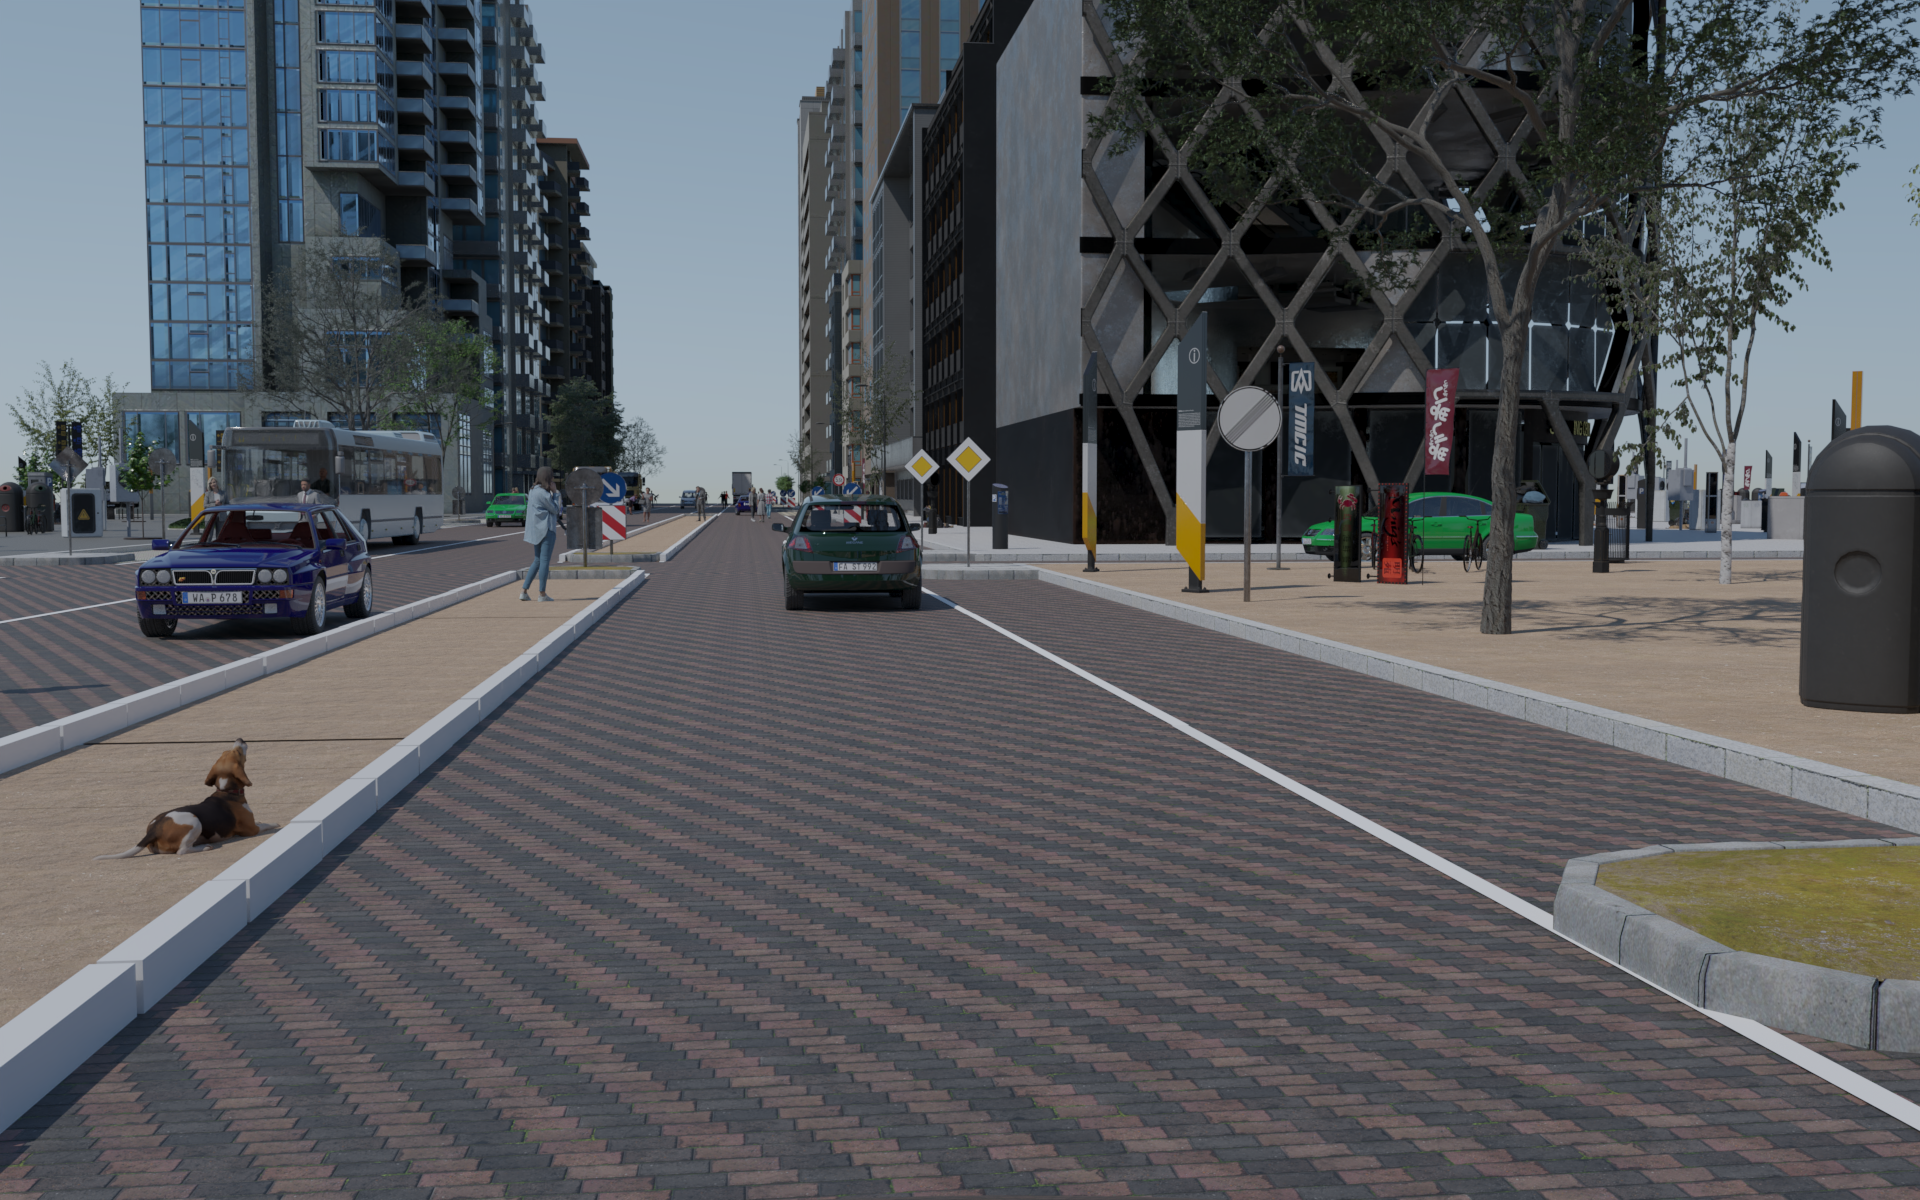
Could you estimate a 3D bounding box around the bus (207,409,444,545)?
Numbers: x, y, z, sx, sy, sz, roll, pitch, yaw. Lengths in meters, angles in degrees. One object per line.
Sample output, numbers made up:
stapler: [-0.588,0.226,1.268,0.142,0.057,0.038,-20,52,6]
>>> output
bus: [-16.178,-3.087,45.332,2.948,3.499,13.247,0,4,-5]

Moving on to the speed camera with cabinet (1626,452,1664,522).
speed camera with cabinet: [31.977,-5.266,80.432,0.660,3.252,2.038,-3,4,-38]

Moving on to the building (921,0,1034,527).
building: [5.270,-15.024,75.312,12.332,23.373,15.834,0,4,-7]

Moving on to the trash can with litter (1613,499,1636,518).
trash can with litter: [36.245,-5.086,94.221,1.678,1.210,2.233,-3,4,-36]

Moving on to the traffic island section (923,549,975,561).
traffic island section: [-0.820,-0.982,38.337,2.009,0.180,2.903,0,4,-7]

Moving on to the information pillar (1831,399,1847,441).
information pillar: [21.684,-3.148,42.817,0.504,3.616,0.183,-2,4,-30]

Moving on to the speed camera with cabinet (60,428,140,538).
speed camera with cabinet: [-25.502,-3.488,51.360,2.038,3.252,0.660,-3,5,-44]

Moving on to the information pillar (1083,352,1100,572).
information pillar: [2.131,-2.264,28.377,0.183,3.616,0.504,1,4,23]

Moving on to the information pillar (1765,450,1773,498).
information pillar: [42.793,-6.138,91.712,0.504,3.616,0.183,-2,4,-30]

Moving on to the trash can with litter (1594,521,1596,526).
trash can with litter: [24.905,-3.620,70.237,2.233,1.210,1.678,3,4,37]

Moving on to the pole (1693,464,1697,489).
pole: [50.286,-7.622,118.466,0.158,3.312,0.155,0,3,0]

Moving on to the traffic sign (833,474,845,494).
traffic sign: [-7.587,-6.632,108.547,0.768,2.556,0.104,0,4,-6]

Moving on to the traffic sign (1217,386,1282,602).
traffic sign: [3.416,-1.250,20.537,0.768,2.556,0.104,0,4,-3]

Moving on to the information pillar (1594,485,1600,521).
information pillar: [28.811,-5.332,78.540,0.504,3.616,0.183,0,4,-4]

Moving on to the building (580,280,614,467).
building: [-53.525,-28.014,229.737,14.160,30.474,14.107,0,4,-7]

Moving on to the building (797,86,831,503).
building: [-13.537,-43.802,258.162,21.231,58.520,28.212,0,4,-7]

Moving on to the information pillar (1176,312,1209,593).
information pillar: [3.019,-1.906,22.525,0.183,3.616,0.504,-2,4,-35]

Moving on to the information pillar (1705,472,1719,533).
information pillar: [24.912,-3.237,57.417,0.304,2.012,0.304,0,4,5]

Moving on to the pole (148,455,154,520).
pole: [-40.102,-5.628,85.853,0.158,3.312,0.155,0,3,0]

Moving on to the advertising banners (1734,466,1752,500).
advertising banners: [47.991,-6.787,107.161,0.090,3.025,2.074,-3,4,-37]

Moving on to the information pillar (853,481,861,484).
information pillar: [-5.936,-5.828,99.786,0.304,2.012,0.304,2,4,30]

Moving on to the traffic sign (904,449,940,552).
traffic sign: [-0.843,-2.117,38.257,0.795,2.450,0.064,0,4,-7]

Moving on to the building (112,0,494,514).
building: [-45.165,-49.529,122.477,22.319,86.520,31.000,0,4,-7]

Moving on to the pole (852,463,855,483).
pole: [-6.869,-7.228,112.028,0.158,3.312,0.155,0,3,0]

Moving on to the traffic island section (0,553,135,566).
traffic island section: [-18.575,-0.847,36.133,2.009,0.180,2.903,0,4,-7]

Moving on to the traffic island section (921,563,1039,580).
traffic island section: [0.169,-0.497,30.413,2.009,0.180,2.903,0,4,-7]

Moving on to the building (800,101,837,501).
building: [-8.040,-35.940,211.317,21.300,48.544,21.600,0,4,-7]

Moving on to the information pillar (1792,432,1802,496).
information pillar: [31.342,-4.499,64.911,0.183,3.616,0.504,0,3,0]

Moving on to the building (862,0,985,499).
building: [0.577,-28.819,121.303,14.600,45.320,14.200,0,4,-7]

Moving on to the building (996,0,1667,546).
building: [10.524,-11.135,49.504,16.811,18.784,16.820,0,4,-7]

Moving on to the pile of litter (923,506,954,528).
pile of litter: [-0.963,-3.166,65.730,1.176,0.858,1.719,-2,4,-34]

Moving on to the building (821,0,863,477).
building: [-1.899,-33.820,172.568,23.786,49.044,30.456,0,4,-7]

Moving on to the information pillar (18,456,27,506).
information pillar: [-57.465,-7.025,106.212,0.504,3.616,0.183,-3,5,-43]

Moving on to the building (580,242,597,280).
building: [-65.114,-33.963,247.172,32.217,40.220,23.993,0,4,-7]

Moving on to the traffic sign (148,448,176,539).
traffic sign: [-21.929,-2.907,47.631,0.768,2.556,0.104,0,4,0]

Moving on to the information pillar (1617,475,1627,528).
information pillar: [25.104,-3.745,65.719,0.304,2.012,0.304,1,4,15]

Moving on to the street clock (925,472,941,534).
street clock: [-0.875,-3.181,56.577,0.471,2.002,0.358,-3,5,-41]

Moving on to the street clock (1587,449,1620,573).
street clock: [10.435,-1.442,28.142,0.358,2.002,0.471,-2,4,-33]

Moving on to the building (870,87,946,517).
building: [2.996,-17.131,99.161,14.314,24.678,30.058,0,4,-7]

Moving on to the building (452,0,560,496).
building: [-49.149,-32.758,155.195,23.786,49.044,30.456,0,4,-7]

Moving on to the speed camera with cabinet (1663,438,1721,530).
speed camera with cabinet: [26.229,-4.128,61.831,2.038,3.252,0.660,-2,4,-25]

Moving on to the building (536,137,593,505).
building: [-55.948,-33.801,207.276,22.147,44.769,28.867,0,4,-7]

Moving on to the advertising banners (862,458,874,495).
advertising banners: [-4.450,-5.334,83.404,0.090,3.025,2.074,-1,4,-16]

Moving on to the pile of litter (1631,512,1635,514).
pile of litter: [44.886,-6.105,113.789,1.719,0.858,1.176,0,4,-7]

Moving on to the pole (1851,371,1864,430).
pole: [14.879,-2.138,28.799,0.158,3.312,0.155,0,3,0]

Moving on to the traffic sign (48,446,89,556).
traffic sign: [-18.553,-1.984,36.074,0.795,2.450,0.064,0,4,-7]

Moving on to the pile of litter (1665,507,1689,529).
pile of litter: [26.949,-3.047,63.783,1.719,0.858,1.176,3,4,38]

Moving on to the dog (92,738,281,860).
dog: [-3.160,0.802,7.077,0.748,0.427,0.550,-2,4,-27]

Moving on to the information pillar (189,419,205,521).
information pillar: [-23.961,-3.856,54.406,0.504,3.616,0.183,1,4,14]

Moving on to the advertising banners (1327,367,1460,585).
advertising banners: [6.142,-1.739,24.618,0.090,3.025,2.074,-3,5,-44]

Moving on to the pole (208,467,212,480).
pole: [-38.779,-5.856,89.589,0.158,3.312,0.155,0,3,0]

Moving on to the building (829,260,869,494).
building: [3.697,-18.291,144.094,27.650,21.520,28.899,0,4,-7]

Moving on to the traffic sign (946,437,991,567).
traffic sign: [0.147,-1.632,30.333,0.795,2.450,0.064,0,4,-7]
